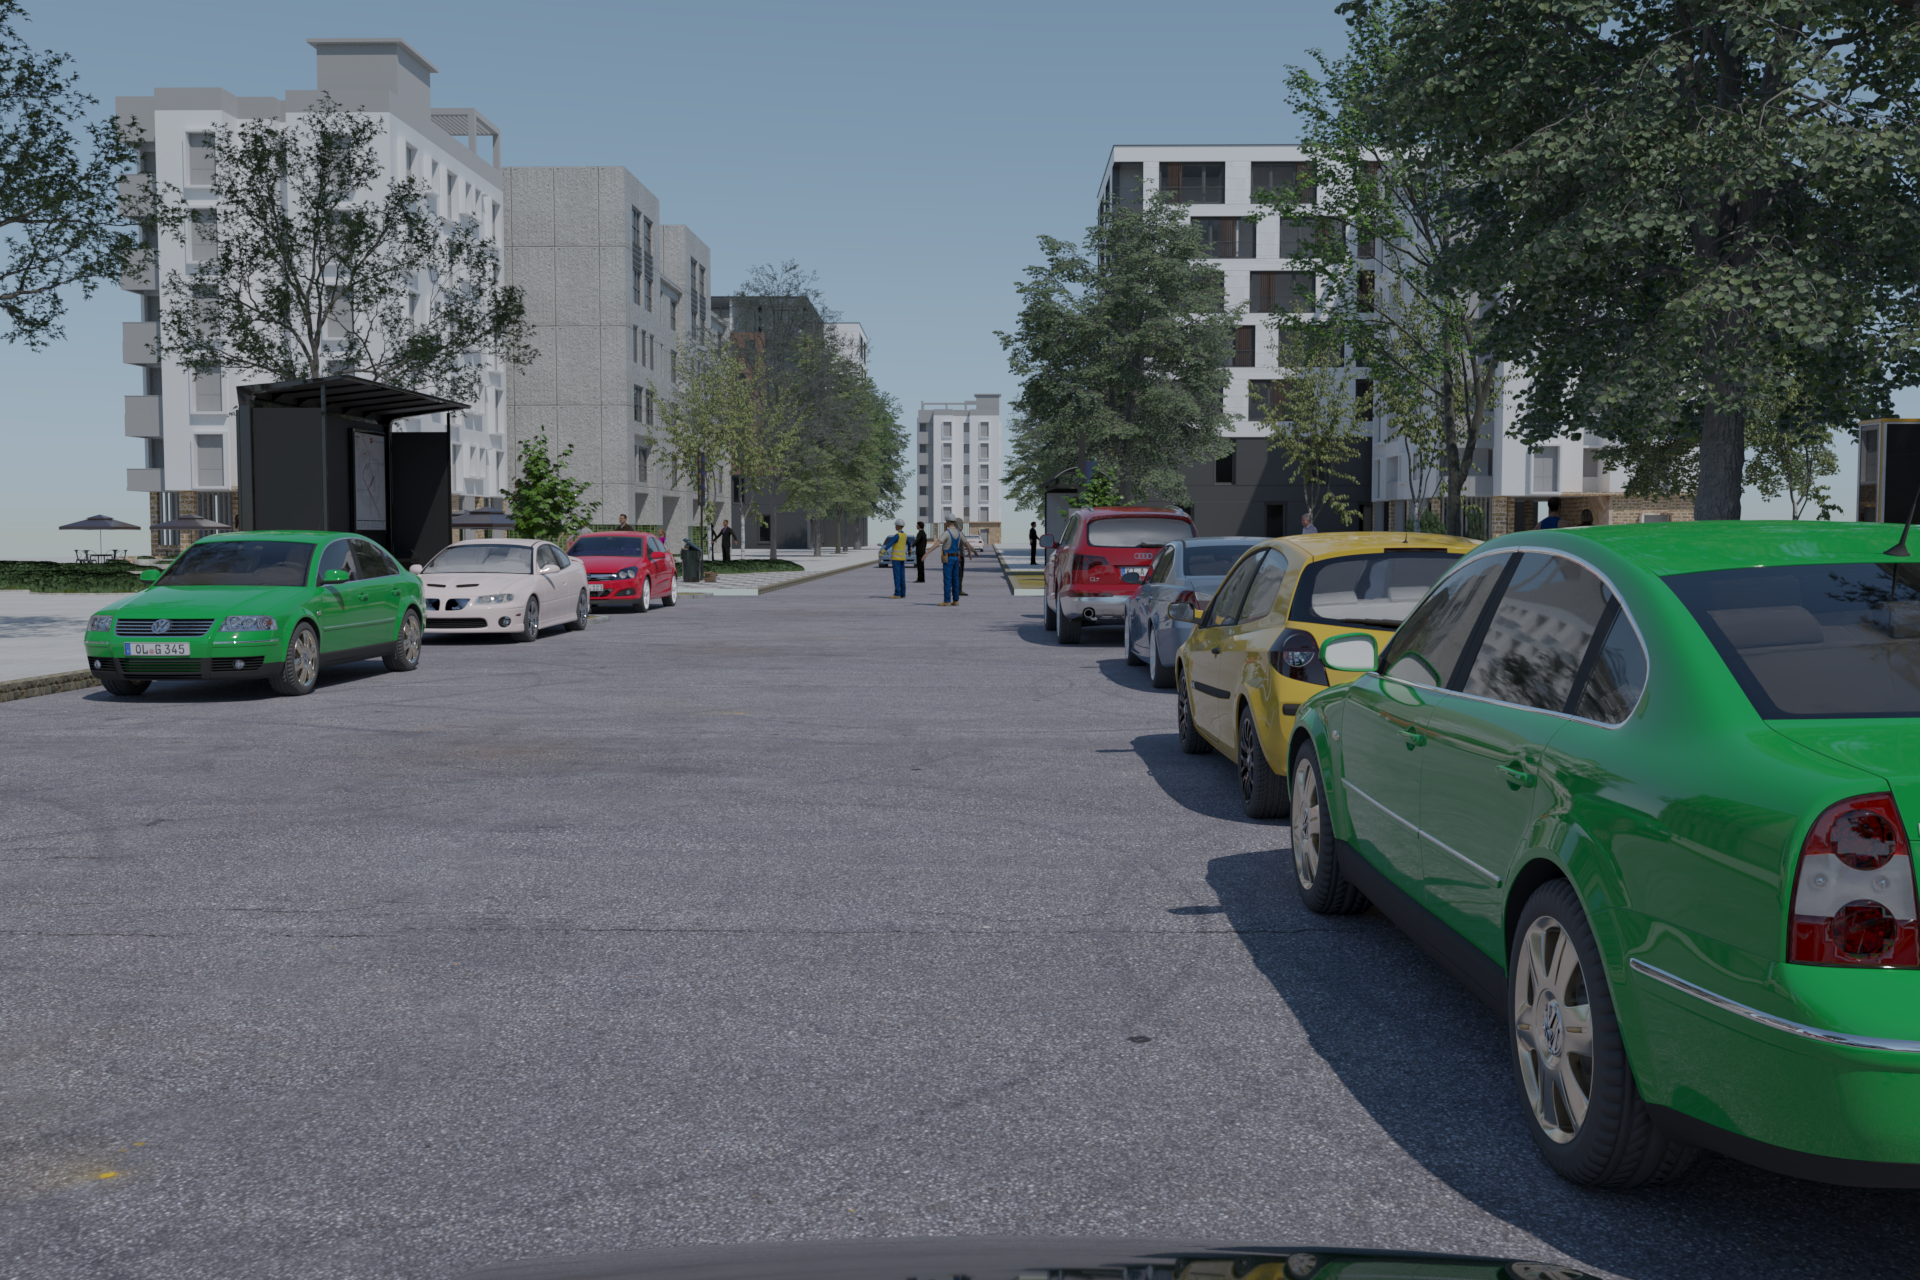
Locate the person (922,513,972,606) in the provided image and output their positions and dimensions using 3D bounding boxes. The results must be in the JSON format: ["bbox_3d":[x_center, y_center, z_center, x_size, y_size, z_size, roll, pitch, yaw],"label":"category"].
[{"bbox_3d":[-0.204,-1.597,34.419,1.347,1.847,0.705,-3,5,-44],"label":"person"}]

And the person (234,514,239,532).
[{"bbox_3d":[-14.221,-1.703,34.676,0.721,1.735,1.217,-2,4,-26],"label":"person"}]

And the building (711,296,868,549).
[{"bbox_3d":[-23.633,-19.645,165.166,27.936,21.610,32.646,0,4,0],"label":"building"}]

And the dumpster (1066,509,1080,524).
[{"bbox_3d":[2.681,-1.279,29.134,1.865,1.857,1.264,0,4,1],"label":"dumpster"}]

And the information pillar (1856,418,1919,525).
[{"bbox_3d":[5.989,-0.409,11.172,0.304,2.012,0.304,0,4,1],"label":"information pillar"}]

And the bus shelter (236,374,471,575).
[{"bbox_3d":[-9.818,-2.283,28.618,1.731,3.624,6.357,0,4,1],"label":"bus shelter"}]

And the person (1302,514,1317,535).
[{"bbox_3d":[7.342,-1.822,36.777,0.436,1.711,0.756,0,4,-6],"label":"person"}]

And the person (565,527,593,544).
[{"bbox_3d":[-13.816,-3.509,63.558,1.347,1.806,0.705,0,4,6],"label":"person"}]

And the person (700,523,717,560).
[{"bbox_3d":[-10.111,-3.852,69.709,0.721,1.740,1.216,2,4,23],"label":"person"}]

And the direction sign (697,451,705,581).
[{"bbox_3d":[-7.138,-3.416,47.853,0.379,3.537,0.876,0,4,3],"label":"direction sign"}]

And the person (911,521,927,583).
[{"bbox_3d":[-1.191,-2.588,50.960,0.705,1.806,1.347,1,4,17],"label":"person"}]

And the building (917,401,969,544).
[{"bbox_3d":[-5.536,-23.175,237.781,11.380,20.090,16.016,0,4,6],"label":"building"}]

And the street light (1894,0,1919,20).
[{"bbox_3d":[6.401,-2.325,10.797,0.468,5.910,1.993,0,4,0],"label":"street light"}]

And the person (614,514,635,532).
[{"bbox_3d":[-8.895,-2.419,45.681,1.346,1.812,0.704,2,4,30],"label":"person"}]

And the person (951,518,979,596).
[{"bbox_3d":[-0.018,-1.937,40.262,0.705,1.813,1.348,-2,4,-32],"label":"person"}]

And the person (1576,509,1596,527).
[{"bbox_3d":[11.122,-1.473,30.885,1.215,1.729,0.721,0,4,2],"label":"person"}]

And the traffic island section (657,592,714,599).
[{"bbox_3d":[-6.646,-0.999,39.208,1.991,0.108,1.994,0,4,1],"label":"traffic island section"}]

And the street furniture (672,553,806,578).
[{"bbox_3d":[-8.700,-2.437,55.463,5.734,0.657,10.072,1,4,19],"label":"street furniture"}]

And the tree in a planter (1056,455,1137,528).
[{"bbox_3d":[3.072,-2.561,39.099,1.991,3.239,1.994,0,4,0],"label":"tree in a planter"}]

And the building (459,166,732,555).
[{"bbox_3d":[-24.046,-14.256,99.546,16.747,18.905,31.486,0,4,2],"label":"building"}]

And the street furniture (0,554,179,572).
[{"bbox_3d":[-28.389,-2.260,52.579,10.072,0.657,5.734,1,4,17],"label":"street furniture"}]

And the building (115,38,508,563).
[{"bbox_3d":[-26.267,-12.918,67.621,16.016,20.090,11.380,0,4,1],"label":"building"}]

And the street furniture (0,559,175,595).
[{"bbox_3d":[-19.121,-1.588,41.591,5.734,0.657,10.072,1,4,12],"label":"street furniture"}]

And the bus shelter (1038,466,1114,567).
[{"bbox_3d":[3.586,-3.681,54.114,2.014,3.302,5.546,0,4,-1],"label":"bus shelter"}]

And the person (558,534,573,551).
[{"bbox_3d":[-15.436,-3.782,68.645,0.721,1.733,1.217,3,5,44],"label":"person"}]

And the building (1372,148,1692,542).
[{"bbox_3d":[26.275,-14.123,87.323,16.016,20.090,11.380,0,4,1],"label":"building"}]

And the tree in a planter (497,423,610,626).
[{"bbox_3d":[-6.753,-1.877,27.913,1.991,3.239,1.994,0,4,2],"label":"tree in a planter"}]

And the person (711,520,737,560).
[{"bbox_3d":[-8.477,-3.448,62.602,1.346,1.802,0.704,3,5,39],"label":"person"}]

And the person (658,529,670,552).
[{"bbox_3d":[-8.369,-2.381,48.191,0.991,1.433,0.599,3,5,44],"label":"person"}]

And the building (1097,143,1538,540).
[{"bbox_3d":[22.268,-16.105,107.292,27.936,21.610,32.646,0,4,1],"label":"building"}]

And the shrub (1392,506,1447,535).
[{"bbox_3d":[13.045,-2.733,48.718,1.661,2.075,1.752,0,3,0],"label":"shrub"}]

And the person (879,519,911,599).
[{"bbox_3d":[-1.424,-1.813,38.557,0.721,1.772,1.216,2,4,31],"label":"person"}]

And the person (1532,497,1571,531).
[{"bbox_3d":[8.436,-1.124,24.552,0.704,1.807,1.345,-2,4,-35],"label":"person"}]

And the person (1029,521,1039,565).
[{"bbox_3d":[3.096,-4.040,72.241,0.705,1.806,1.347,1,4,20],"label":"person"}]
